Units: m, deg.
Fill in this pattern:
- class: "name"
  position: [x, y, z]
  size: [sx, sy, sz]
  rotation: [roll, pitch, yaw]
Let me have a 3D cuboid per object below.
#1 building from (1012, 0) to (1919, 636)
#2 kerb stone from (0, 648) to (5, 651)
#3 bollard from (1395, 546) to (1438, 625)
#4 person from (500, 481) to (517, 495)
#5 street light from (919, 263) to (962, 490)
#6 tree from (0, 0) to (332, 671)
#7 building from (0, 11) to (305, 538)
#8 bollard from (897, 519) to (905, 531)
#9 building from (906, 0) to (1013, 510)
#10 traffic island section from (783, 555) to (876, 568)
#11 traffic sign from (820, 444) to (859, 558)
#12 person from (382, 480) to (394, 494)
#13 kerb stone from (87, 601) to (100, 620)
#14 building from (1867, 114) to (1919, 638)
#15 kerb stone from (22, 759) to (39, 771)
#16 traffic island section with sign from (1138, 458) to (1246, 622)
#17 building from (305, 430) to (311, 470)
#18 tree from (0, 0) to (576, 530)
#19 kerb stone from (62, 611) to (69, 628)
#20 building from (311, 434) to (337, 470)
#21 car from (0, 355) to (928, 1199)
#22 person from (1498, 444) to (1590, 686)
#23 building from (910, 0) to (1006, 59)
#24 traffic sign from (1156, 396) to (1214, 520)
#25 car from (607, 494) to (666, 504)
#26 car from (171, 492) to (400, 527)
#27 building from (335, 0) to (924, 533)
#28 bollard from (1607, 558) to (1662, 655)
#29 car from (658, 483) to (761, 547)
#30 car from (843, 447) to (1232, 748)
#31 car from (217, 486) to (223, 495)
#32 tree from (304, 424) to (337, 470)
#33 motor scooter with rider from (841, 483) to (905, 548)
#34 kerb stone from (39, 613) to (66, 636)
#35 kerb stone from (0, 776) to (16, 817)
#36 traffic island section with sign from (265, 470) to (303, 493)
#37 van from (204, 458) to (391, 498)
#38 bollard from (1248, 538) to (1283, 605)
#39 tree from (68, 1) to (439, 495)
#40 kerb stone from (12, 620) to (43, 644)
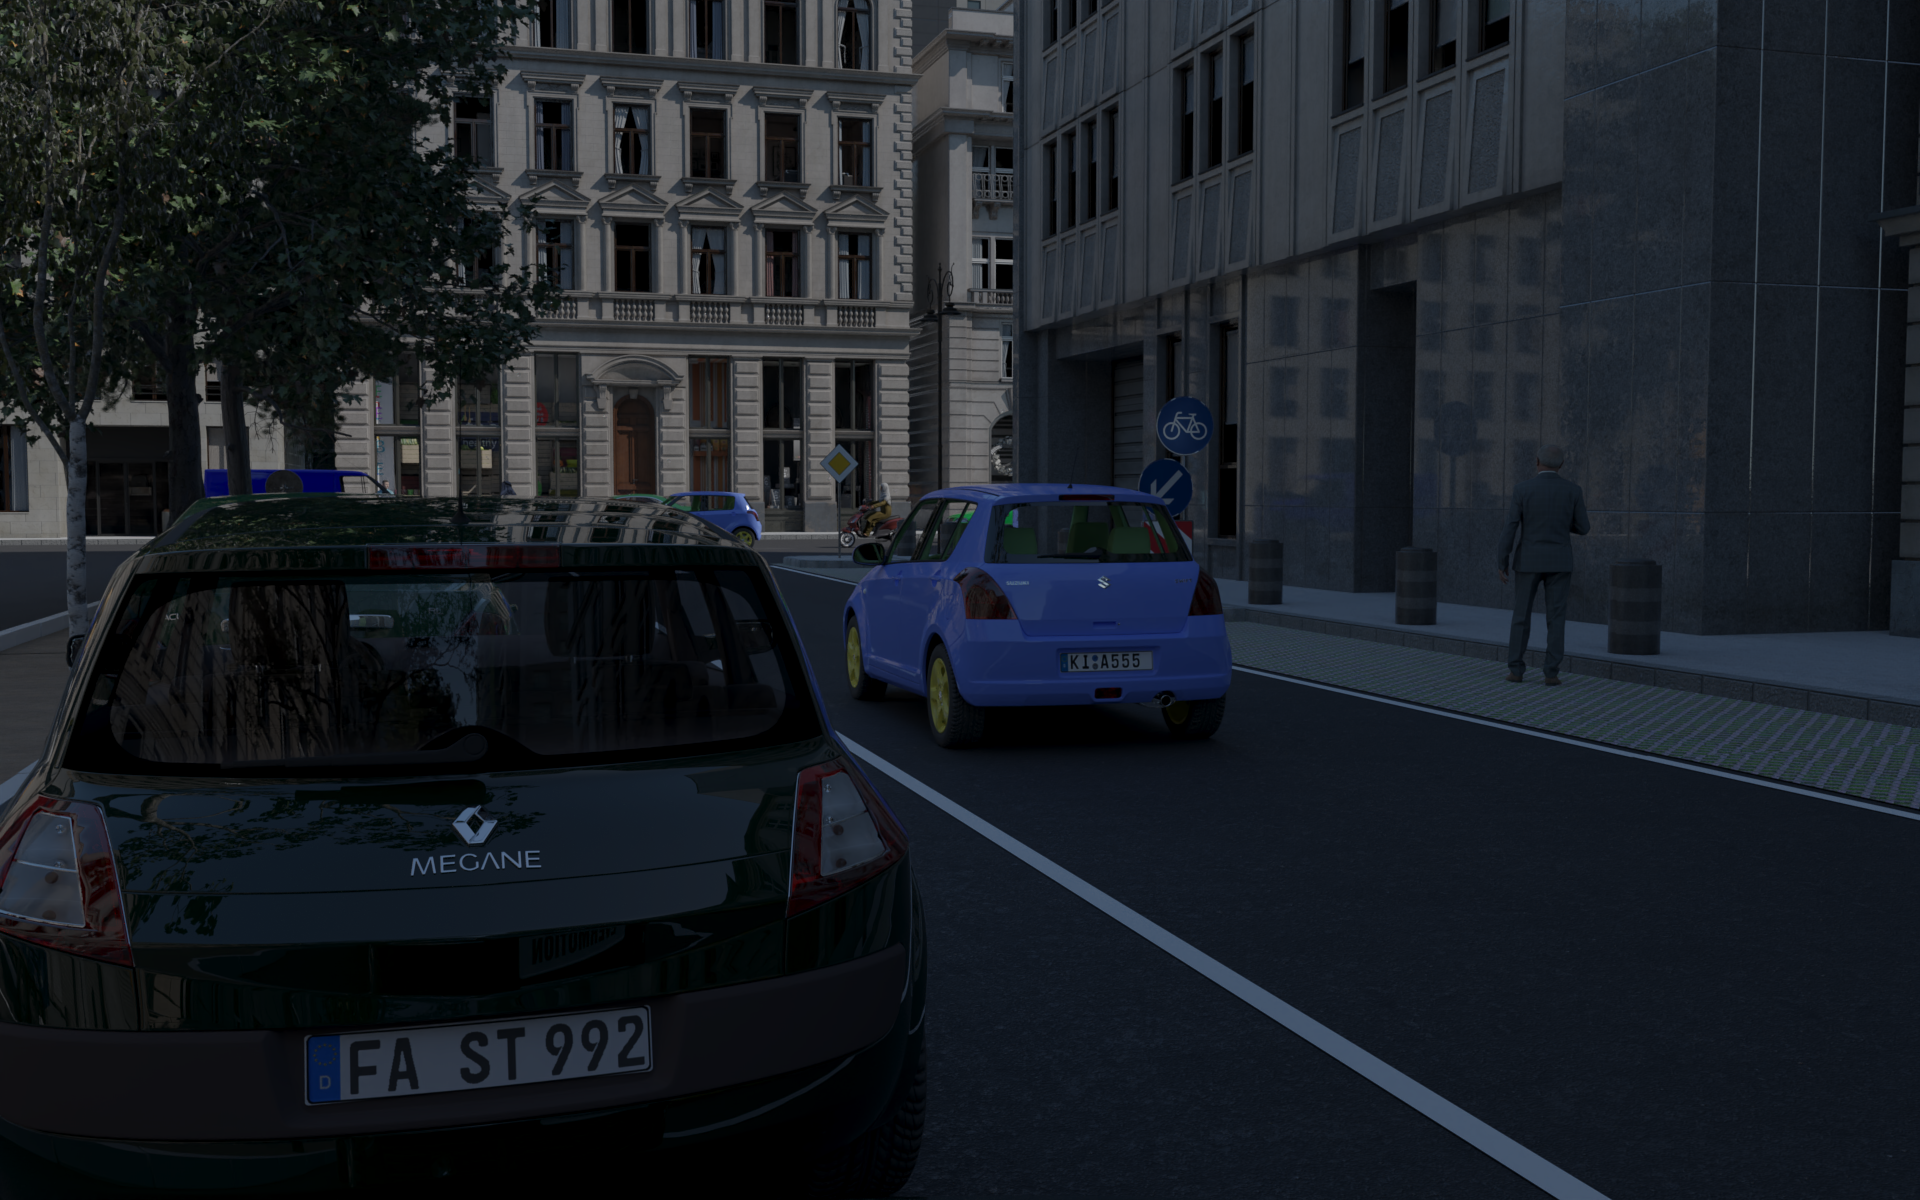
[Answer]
- class: "building"
  position: [9.636, -12.728, 26.132]
  size: [12.078, 24.808, 19.932]
  rotation: [-1, 4, -17]
- class: "kerb stone"
  position: [-8.776, 0.394, 15.763]
  size: [0.120, 0.150, 1.000]
  rotation: [-1, 4, -17]
- class: "bollard"
  position: [4.502, -0.145, 17.082]
  size: [0.404, 0.777, 0.398]
  rotation: [0, 3, 0]
- class: "person"
  position: [-10.738, -1.951, 41.071]
  size: [0.621, 1.740, 0.551]
  rotation: [0, 4, 3]
- class: "street light"
  position: [-0.401, -3.790, 34.754]
  size: [0.468, 5.910, 1.993]
  rotation: [-1, 4, -17]
- class: "tree"
  position: [-7.198, -3.740, 13.965]
  size: [4.360, 8.622, 3.978]
  rotation: [0, 3, 0]
- class: "building"
  position: [-30.067, -12.205, 54.296]
  size: [16.860, 20.320, 10.420]
  rotation: [-1, 4, -17]
- class: "bollard"
  position: [-1.110, -1.297, 35.916]
  size: [0.404, 0.777, 0.398]
  rotation: [0, 3, 0]
- class: "building"
  position: [9.013, -13.828, 67.894]
  size: [24.055, 21.916, 13.314]
  rotation: [-1, 4, -17]
- class: "traffic island section"
  position: [-2.391, -0.757, 34.655]
  size: [2.009, 0.180, 2.903]
  rotation: [-1, 4, -17]
- class: "traffic sign"
  position: [-2.411, -1.892, 34.571]
  size: [0.795, 2.450, 0.064]
  rotation: [-1, 4, -17]
- class: "person"
  position: [-16.462, -2.532, 49.758]
  size: [0.638, 1.841, 0.748]
  rotation: [1, 4, 23]
- class: "kerb stone"
  position: [-9.955, 0.151, 19.722]
  size: [0.120, 0.150, 1.000]
  rotation: [-1, 4, -17]
- class: "building"
  position: [18.193, -11.078, 0.218]
  size: [14.460, 24.649, 34.723]
  rotation: [-1, 4, -17]
- class: "kerb stone"
  position: [-4.417, 0.840, 8.462]
  size: [0.120, 0.150, 1.000]
  rotation: [-1, 4, -17]
- class: "traffic island section with sign"
  position: [1.969, -0.693, 19.952]
  size: [1.989, 1.847, 2.006]
  rotation: [-1, 4, -17]
- class: "building"
  position: [-72.170, -24.455, 171.542]
  size: [14.107, 30.474, 14.160]
  rotation: [-1, 4, -17]
- class: "tree"
  position: [-9.422, -6.197, 20.790]
  size: [9.611, 12.733, 9.660]
  rotation: [0, 3, 0]
- class: "kerb stone"
  position: [-9.658, 0.213, 18.727]
  size: [0.120, 0.150, 1.000]
  rotation: [-1, 4, -17]
- class: "building"
  position: [-77.597, -47.289, 211.424]
  size: [20.611, 71.187, 20.563]
  rotation: [-1, 4, -17]
- class: "car"
  position: [-1.367, 0.316, 4.622]
  size: [2.009, 1.686, 4.222]
  rotation: [-1, 4, -18]
- class: "person"
  position: [4.389, -0.268, 13.065]
  size: [0.661, 1.801, 0.590]
  rotation: [1, 4, 11]
- class: "building"
  position: [-7.061, -45.808, 187.220]
  size: [20.611, 71.187, 20.563]
  rotation: [-1, 4, -17]
- class: "traffic sign"
  position: [2.924, -1.378, 22.644]
  size: [0.768, 2.556, 0.104]
  rotation: [0, 4, -8]
- class: "car"
  position: [-9.982, -2.407, 51.156]
  size: [4.920, 1.459, 2.131]
  rotation: [-1, 4, -18]
- class: "car"
  position: [-3.328, 0.165, 9.104]
  size: [2.131, 1.459, 4.920]
  rotation: [-1, 4, -18]
- class: "building"
  position: [-11.900, -14.151, 60.254]
  size: [19.941, 23.489, 11.050]
  rotation: [-1, 4, -17]
- class: "bollard"
  position: [5.435, 0.047, 13.947]
  size: [0.404, 0.777, 0.398]
  rotation: [0, 3, 0]
- class: "car"
  position: [-6.839, -2.059, 43.259]
  size: [3.694, 1.707, 1.945]
  rotation: [-1, 4, -18]
- class: "car"
  position: [0.335, -0.099, 11.215]
  size: [1.945, 1.707, 3.694]
  rotation: [-1, 4, -15]
- class: "car"
  position: [-13.735, -1.599, 35.928]
  size: [4.222, 1.686, 2.009]
  rotation: [-1, 4, -16]
- class: "tree"
  position: [-59.851, -13.827, 160.481]
  size: [8.767, 10.594, 7.601]
  rotation: [-1, 4, -14]
- class: "motor scooter with rider"
  position: [-2.290, -2.284, 46.309]
  size: [1.986, 1.779, 0.876]
  rotation: [-1, 4, -16]
- class: "kerb stone"
  position: [-9.358, 0.273, 17.735]
  size: [0.120, 0.150, 1.000]
  rotation: [-1, 4, -17]
- class: "kerb stone"
  position: [-4.119, 0.900, 7.479]
  size: [0.120, 0.150, 1.000]
  rotation: [-1, 4, -17]
- class: "traffic island section with sign"
  position: [-12.499, -1.454, 31.907]
  size: [2.006, 1.907, 1.989]
  rotation: [-1, 4, -17]
- class: "van"
  position: [-15.944, -2.358, 42.931]
  size: [5.245, 2.365, 2.240]
  rotation: [-1, 4, -17]
- class: "bollard"
  position: [3.566, -0.336, 20.217]
  size: [0.404, 0.777, 0.398]
  rotation: [0, 3, 0]
- class: "tree"
  position: [-12.072, -6.369, 28.646]
  size: [6.751, 12.117, 7.091]
  rotation: [0, 3, 0]
- class: "kerb stone"
  position: [-9.074, 0.333, 16.750]
  size: [0.120, 0.150, 1.000]
  rotation: [-1, 4, -17]
